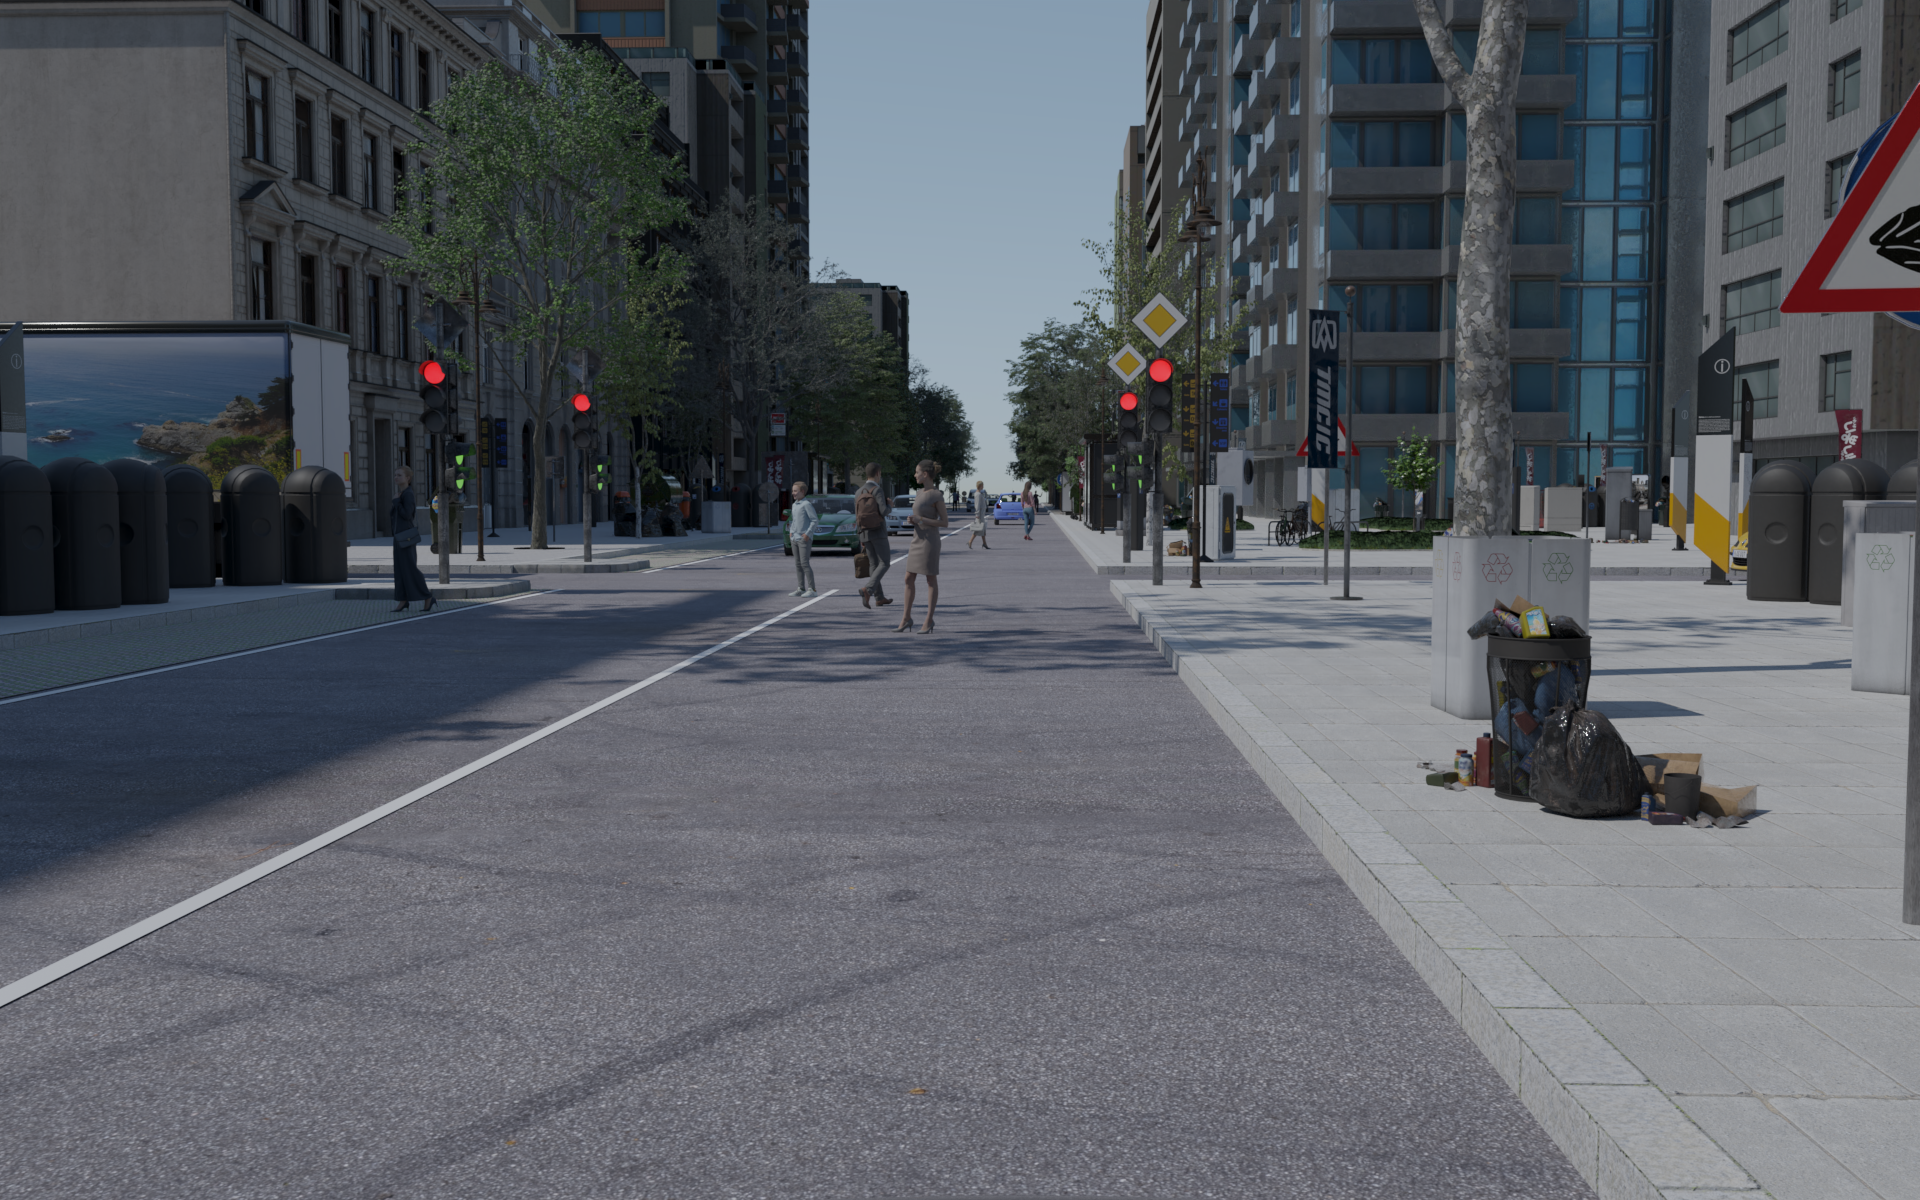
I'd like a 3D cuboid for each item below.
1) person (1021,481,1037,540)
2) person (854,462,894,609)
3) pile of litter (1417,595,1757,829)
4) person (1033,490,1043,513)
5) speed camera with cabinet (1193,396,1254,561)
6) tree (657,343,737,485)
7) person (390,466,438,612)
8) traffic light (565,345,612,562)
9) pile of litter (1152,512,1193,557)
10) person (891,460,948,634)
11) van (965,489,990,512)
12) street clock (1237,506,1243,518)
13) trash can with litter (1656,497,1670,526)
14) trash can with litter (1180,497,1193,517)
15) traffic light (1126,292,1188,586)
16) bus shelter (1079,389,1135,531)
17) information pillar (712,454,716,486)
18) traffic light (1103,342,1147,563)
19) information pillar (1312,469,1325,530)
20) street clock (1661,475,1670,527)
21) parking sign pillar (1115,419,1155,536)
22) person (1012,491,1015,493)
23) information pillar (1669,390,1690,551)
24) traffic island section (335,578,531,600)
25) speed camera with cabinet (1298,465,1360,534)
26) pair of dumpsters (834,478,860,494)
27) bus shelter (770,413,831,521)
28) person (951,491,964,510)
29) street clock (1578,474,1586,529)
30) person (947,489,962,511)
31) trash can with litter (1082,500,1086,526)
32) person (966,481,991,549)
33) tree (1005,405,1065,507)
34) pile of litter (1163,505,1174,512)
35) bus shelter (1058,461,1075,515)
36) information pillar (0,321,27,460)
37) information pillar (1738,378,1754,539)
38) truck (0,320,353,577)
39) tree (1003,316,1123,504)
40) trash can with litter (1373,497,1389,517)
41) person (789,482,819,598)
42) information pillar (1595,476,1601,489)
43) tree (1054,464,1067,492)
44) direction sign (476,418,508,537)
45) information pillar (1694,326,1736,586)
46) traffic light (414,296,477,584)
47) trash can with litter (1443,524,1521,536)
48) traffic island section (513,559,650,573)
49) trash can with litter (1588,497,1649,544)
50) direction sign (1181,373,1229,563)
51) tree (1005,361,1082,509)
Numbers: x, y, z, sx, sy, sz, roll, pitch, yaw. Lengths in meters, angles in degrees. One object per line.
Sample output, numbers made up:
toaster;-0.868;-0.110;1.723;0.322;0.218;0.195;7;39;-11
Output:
person;2.142;-2.756;53.575;0.555;1.821;0.388;2;4;31
person;-1.111;-0.822;21.907;0.622;1.834;0.822;3;4;37
pile of litter;2.656;0.399;7.444;1.176;0.858;1.719;0;4;-5
person;6.019;-7.624;133.947;0.742;1.727;0.445;-1;4;-9
speed camera with cabinet;5.213;-2.435;34.156;0.660;3.252;2.038;2;4;28
tree;-12.729;-8.091;82.647;4.360;8.622;3.978;0;3;0
person;-6.679;-0.738;20.990;0.576;1.772;0.534;3;5;42
traffic light;-7.010;-2.671;32.594;0.839;4.253;0.868;0;4;2
pile of litter;4.801;-1.348;36.013;1.719;0.858;1.176;0;4;2
person;-0.405;-0.545;17.750;0.374;1.781;0.599;-3;4;-38
van;1.399;-8.039;138.456;2.013;2.044;4.112;0;4;3
street clock;11.289;-3.986;69.741;0.358;2.002;0.471;-3;5;-43
trash can with litter;28.590;-3.609;70.387;0.624;1.170;1.055;1;4;21
trash can with litter;9.568;-3.695;71.806;0.624;1.170;1.055;-1;4;-19
traffic light;2.758;-2.158;24.208;0.839;4.253;0.868;0;4;2
bus shelter;5.523;-5.287;64.077;2.179;5.291;8.768;0;4;2
information pillar;-14.443;-6.750;101.717;0.183;3.616;0.504;-2;4;-33
traffic light;3.093;-2.646;32.187;0.839;4.253;0.868;0;4;2
information pillar;10.216;-3.525;48.983;0.504;3.616;0.183;1;4;19
street clock;27.221;-3.796;66.638;0.358;2.002;0.471;-2;4;-25
parking sign pillar;5.518;-3.963;53.272;1.447;3.967;1.447;-1;4;-8
person;4.952;-9.487;164.136;0.750;1.759;0.617;-2;4;-30
information pillar;16.239;-2.919;39.080;0.504;3.616;0.183;-2;4;-28
traffic island section;-7.385;-0.151;24.752;2.009;0.180;2.903;0;4;2
speed camera with cabinet;11.946;-3.777;56.093;2.038;3.252;0.660;-1;4;-22
pair of dumpsters;-6.931;-6.322;105.856;1.574;2.255;4.437;0;4;2
bus shelter;-8.128;-6.748;87.969;2.179;5.291;8.768;0;4;3
person;-0.210;-9.005;156.408;1.217;1.739;0.721;0;4;5
street clock;22.961;-3.638;64.055;0.358;2.002;0.471;1;4;19
person;-0.450;-8.391;145.686;1.348;1.826;0.705;-1;4;-16
trash can with litter;5.122;-3.551;69.448;0.624;1.170;1.055;0;4;-4
person;0.477;-2.208;44.959;0.624;1.780;0.694;1;4;10
tree;9.460;-15.936;170.925;12.009;13.543;11.850;0;3;0
pile of litter;8.380;-3.380;69.225;1.719;0.858;1.176;3;5;40
bus shelter;6.749;-6.570;101.345;2.014;3.302;5.546;0;4;2
information pillar;-12.748;-1.955;23.314;0.183;3.616;0.504;1;4;10
information pillar;15.973;-2.683;35.215;0.183;3.616;0.504;3;5;43
truck;-16.281;-2.478;29.436;11.283;4.237;2.839;0;4;3
tree;7.691;-13.181;122.163;9.857;13.997;8.962;0;3;0
trash can with litter;16.422;-3.368;66.458;1.055;1.170;0.624;0;4;7
person;-2.216;-0.848;24.180;0.330;1.601;0.589;-2;4;-29
information pillar;26.253;-4.078;71.169;0.304;2.012;0.304;2;4;31
tree;6.704;-7.025;109.456;1.663;3.219;1.824;0;3;0
direction sign;-13.904;-3.640;51.519;0.876;3.537;0.379;-2;4;-23
information pillar;10.628;-2.020;24.374;0.504;3.616;0.183;3;5;39
traffic light;-7.345;-2.183;24.616;0.839;4.253;0.868;0;4;2
trash can with litter;5.069;-0.297;16.246;1.055;1.170;0.624;-2;4;-28
traffic island section;-7.050;-0.639;32.730;2.009;0.180;2.903;0;4;2
trash can with litter;17.072;-2.093;45.270;2.233;1.210;1.678;-1;4;-9
direction sign;4.592;-2.477;32.500;0.876;3.537;0.379;1;4;10
tree;8.465;-13.994;145.803;9.611;12.733;9.660;0;3;0
